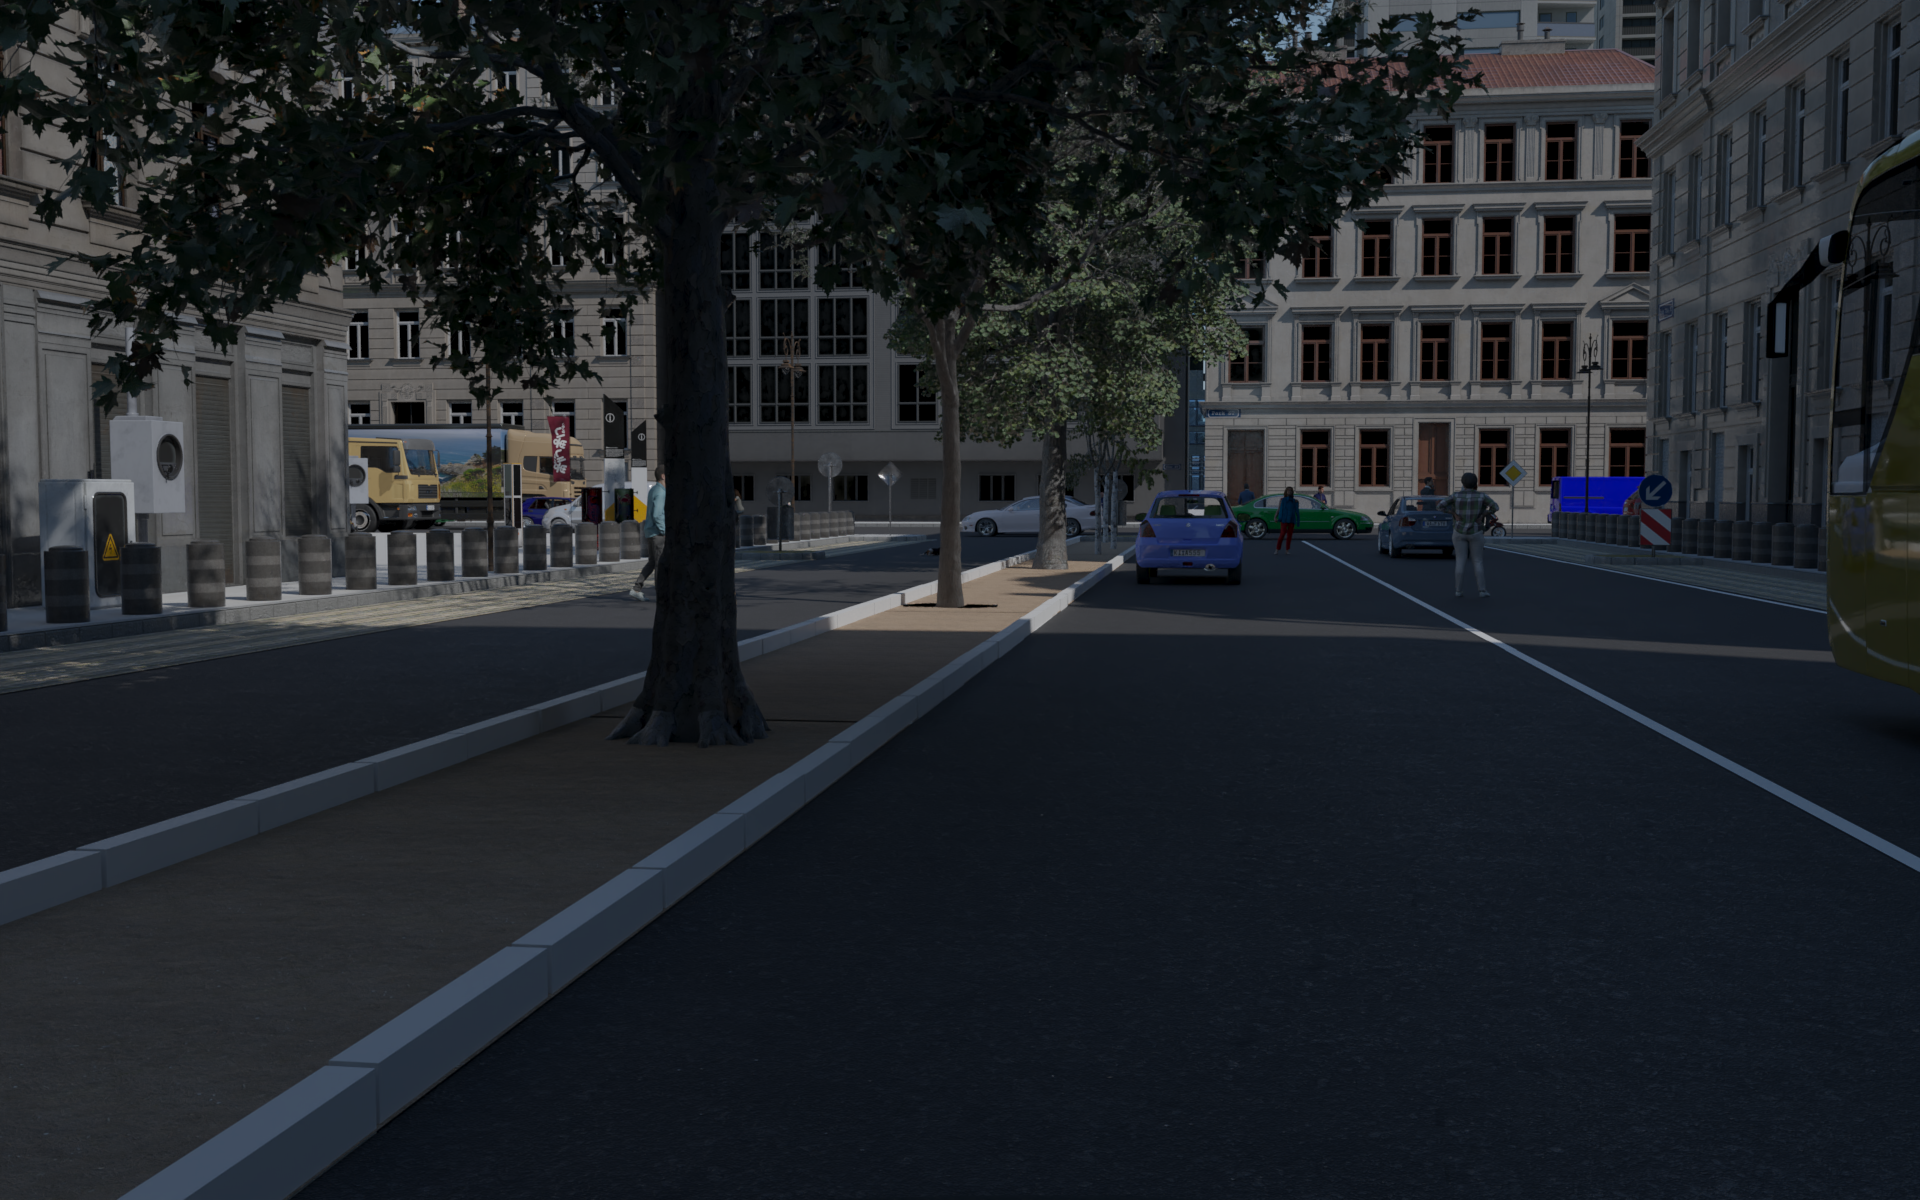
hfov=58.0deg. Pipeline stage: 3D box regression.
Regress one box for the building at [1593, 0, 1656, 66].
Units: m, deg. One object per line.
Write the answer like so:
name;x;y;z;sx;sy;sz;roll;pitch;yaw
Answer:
building;96.439;-48.594;232.755;20.611;71.187;20.563;1;4;8

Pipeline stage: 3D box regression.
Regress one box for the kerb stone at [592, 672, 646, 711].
kerb stone;-2.326;0.634;11.836;0.120;0.150;1.000;1;4;8

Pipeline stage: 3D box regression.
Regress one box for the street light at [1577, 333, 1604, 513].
street light;18.111;-4.718;49.926;0.468;5.910;1.993;1;4;8

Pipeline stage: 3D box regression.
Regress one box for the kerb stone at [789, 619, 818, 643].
kerb stone;-1.586;0.326;16.907;0.120;0.150;1.000;1;4;8

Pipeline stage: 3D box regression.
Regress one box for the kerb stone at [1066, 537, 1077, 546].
kerb stone;3.179;-1.668;49.475;0.120;0.150;1.000;1;4;8

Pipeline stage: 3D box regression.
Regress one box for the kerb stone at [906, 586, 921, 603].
kerb stone;-0.693;-0.049;23.005;0.120;0.150;1.000;1;4;8

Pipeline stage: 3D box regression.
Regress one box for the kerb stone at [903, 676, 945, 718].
kerb stone;-0.251;0.653;11.523;0.120;0.150;1.000;1;4;8

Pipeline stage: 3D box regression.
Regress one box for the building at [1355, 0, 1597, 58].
building;47.402;-37.897;161.619;21.231;58.520;28.212;1;4;8

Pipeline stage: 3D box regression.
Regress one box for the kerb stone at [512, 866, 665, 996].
kerb stone;-1.148;1.025;5.430;0.120;0.150;1.000;1;4;8

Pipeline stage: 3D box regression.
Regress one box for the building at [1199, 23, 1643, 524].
building;21.224;-14.874;79.349;21.152;22.565;11.583;1;4;8

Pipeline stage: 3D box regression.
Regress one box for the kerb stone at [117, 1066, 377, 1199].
kerb stone;-1.440;1.153;3.396;0.120;0.150;1.000;1;4;8

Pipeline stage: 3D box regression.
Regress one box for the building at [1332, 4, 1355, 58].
building;61.651;-48.959;238.730;20.611;71.187;20.563;1;4;8

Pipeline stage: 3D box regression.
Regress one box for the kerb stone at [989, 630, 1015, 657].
kerb stone;0.353;0.404;15.595;0.120;0.150;1.000;1;4;8

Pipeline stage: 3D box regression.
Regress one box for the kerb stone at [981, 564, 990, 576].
kerb stone;0.356;-0.486;30.137;0.120;0.150;1.000;1;4;8

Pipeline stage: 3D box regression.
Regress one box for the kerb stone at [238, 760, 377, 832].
kerb stone;-2.925;0.883;7.773;0.120;0.150;1.000;1;4;8

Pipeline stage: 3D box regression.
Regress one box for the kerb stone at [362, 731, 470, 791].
kerb stone;-2.770;0.820;8.786;0.120;0.150;1.000;1;4;8

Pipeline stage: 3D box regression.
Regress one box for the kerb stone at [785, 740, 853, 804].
kerb stone;-0.698;0.846;8.479;0.120;0.150;1.000;1;4;8

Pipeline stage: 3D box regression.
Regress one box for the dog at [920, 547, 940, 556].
dog;-0.538;-1.234;40.366;0.748;0.427;0.550;3;4;38

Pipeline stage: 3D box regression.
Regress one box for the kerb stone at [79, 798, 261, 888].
kerb stone;-3.069;0.944;6.759;0.120;0.150;1.000;1;4;8

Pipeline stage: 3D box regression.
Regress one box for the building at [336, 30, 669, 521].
building;-25.292;-17.715;86.902;25.104;27.353;12.463;1;4;8

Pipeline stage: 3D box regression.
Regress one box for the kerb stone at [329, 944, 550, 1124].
kerb stone;-1.297;1.088;4.410;0.120;0.150;1.000;1;4;8

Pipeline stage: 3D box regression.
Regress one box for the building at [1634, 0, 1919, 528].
building;23.124;-14.569;35.472;12.463;27.353;25.104;1;4;8

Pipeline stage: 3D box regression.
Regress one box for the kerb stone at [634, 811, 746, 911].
kerb stone;-0.997;0.963;6.450;0.120;0.150;1.000;1;4;8

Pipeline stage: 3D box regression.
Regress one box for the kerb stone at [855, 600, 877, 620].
kerb stone;-1.146;0.137;19.951;0.120;0.150;1.000;1;4;8

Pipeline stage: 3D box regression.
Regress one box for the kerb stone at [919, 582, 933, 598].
kerb stone;-0.548;-0.112;24.022;0.120;0.150;1.000;1;4;8

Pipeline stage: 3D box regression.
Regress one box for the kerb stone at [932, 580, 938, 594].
kerb stone;-0.386;-0.172;25.037;0.120;0.150;1.000;1;4;8

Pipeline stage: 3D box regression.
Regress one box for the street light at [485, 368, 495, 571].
street light;-7.806;-3.417;28.658;0.468;5.910;1.993;1;4;8

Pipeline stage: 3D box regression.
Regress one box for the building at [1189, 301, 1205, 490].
building;22.044;-57.028;245.084;31.000;86.520;22.319;1;4;8

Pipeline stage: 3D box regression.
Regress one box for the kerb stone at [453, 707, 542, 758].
kerb stone;-2.631;0.759;9.801;0.120;0.150;1.000;1;4;8

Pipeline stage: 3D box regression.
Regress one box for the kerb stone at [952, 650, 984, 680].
kerb stone;0.043;0.528;13.558;0.120;0.150;1.000;1;4;8

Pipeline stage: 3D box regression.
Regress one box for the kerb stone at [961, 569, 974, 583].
kerb stone;0.053;-0.361;28.097;0.120;0.150;1.000;1;4;8

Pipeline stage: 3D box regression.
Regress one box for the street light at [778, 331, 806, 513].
street light;-4.772;-4.683;49.352;0.468;5.910;1.993;1;4;8

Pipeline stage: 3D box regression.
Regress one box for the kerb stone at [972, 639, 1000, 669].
kerb stone;0.195;0.468;14.582;0.120;0.150;1.000;1;4;8

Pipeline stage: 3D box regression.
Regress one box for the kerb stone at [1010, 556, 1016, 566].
kerb stone;0.942;-0.735;34.218;0.120;0.150;1.000;1;4;8

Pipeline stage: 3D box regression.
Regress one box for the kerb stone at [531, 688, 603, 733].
kerb stone;-2.479;0.696;10.817;0.120;0.150;1.000;1;4;8

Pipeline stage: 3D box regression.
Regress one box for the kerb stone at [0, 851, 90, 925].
kerb stone;-3.220;1.009;5.744;0.120;0.150;1.000;1;4;8

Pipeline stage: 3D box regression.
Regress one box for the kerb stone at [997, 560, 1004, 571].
kerb stone;0.652;-0.610;32.173;0.120;0.150;1.000;1;4;8

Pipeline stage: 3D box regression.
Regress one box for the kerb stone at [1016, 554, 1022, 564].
kerb stone;1.104;-0.797;35.236;0.120;0.150;1.000;1;4;8

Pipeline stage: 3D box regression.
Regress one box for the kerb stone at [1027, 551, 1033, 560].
kerb stone;1.401;-0.922;37.273;0.120;0.150;1.000;1;4;8

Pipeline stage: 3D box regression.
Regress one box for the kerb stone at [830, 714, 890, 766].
kerb stone;-0.552;0.777;9.493;0.120;0.150;1.000;1;4;8

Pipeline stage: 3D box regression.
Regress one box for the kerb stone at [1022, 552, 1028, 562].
kerb stone;1.253;-0.860;36.257;0.120;0.150;1.000;1;4;8

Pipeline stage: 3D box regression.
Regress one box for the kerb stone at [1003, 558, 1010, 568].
kerb stone;0.797;-0.673;33.191;0.120;0.150;1.000;1;4;8

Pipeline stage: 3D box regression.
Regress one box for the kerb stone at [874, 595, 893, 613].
kerb stone;-0.995;0.074;20.978;0.120;0.150;1.000;1;4;8

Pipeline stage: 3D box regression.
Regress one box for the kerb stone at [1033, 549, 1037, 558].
kerb stone;1.550;-0.985;38.292;0.120;0.150;1.000;1;4;8

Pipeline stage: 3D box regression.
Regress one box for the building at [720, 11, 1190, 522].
building;-0.893;-17.768;84.017;24.014;27.812;14.314;1;4;8

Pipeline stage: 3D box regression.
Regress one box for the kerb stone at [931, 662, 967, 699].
kerb stone;-0.101;0.590;12.541;0.120;0.150;1.000;1;4;8

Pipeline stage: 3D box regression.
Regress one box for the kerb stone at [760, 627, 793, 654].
kerb stone;-1.735;0.388;15.893;0.120;0.150;1.000;1;4;8

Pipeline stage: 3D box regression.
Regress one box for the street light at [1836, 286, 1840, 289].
street light;15.119;-3.437;28.977;0.468;5.910;1.993;1;4;8

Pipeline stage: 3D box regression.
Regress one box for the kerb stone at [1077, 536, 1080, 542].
kerb stone;3.332;-1.731;50.491;0.120;0.150;1.000;1;4;8

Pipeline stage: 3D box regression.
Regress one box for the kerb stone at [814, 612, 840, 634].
kerb stone;-1.439;0.262;17.923;0.120;0.150;1.000;1;4;8

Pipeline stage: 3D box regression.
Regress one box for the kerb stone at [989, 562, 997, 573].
kerb stone;0.504;-0.548;31.159;0.120;0.150;1.000;1;4;8

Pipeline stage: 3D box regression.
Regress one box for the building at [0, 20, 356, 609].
building;-15.410;-10.353;18.424;9.793;20.994;18.267;1;4;8

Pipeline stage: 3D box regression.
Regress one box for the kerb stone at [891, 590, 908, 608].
kerb stone;-0.845;0.013;21.991;0.120;0.150;1.000;1;4;8

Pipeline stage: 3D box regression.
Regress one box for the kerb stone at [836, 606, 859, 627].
kerb stone;-1.287;0.199;18.936;0.120;0.150;1.000;1;4;8

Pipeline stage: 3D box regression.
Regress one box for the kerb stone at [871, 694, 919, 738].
kerb stone;-0.407;0.716;10.508;0.120;0.150;1.000;1;4;8

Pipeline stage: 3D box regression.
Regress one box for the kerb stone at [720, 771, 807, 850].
kerb stone;-0.846;0.901;7.464;0.120;0.150;1.000;1;4;8

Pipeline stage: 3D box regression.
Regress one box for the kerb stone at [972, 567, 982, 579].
kerb stone;0.202;-0.423;29.111;0.120;0.150;1.000;1;4;8

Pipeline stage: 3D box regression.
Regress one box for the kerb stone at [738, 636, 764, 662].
kerb stone;-1.889;0.448;14.879;0.120;0.150;1.000;1;4;8
